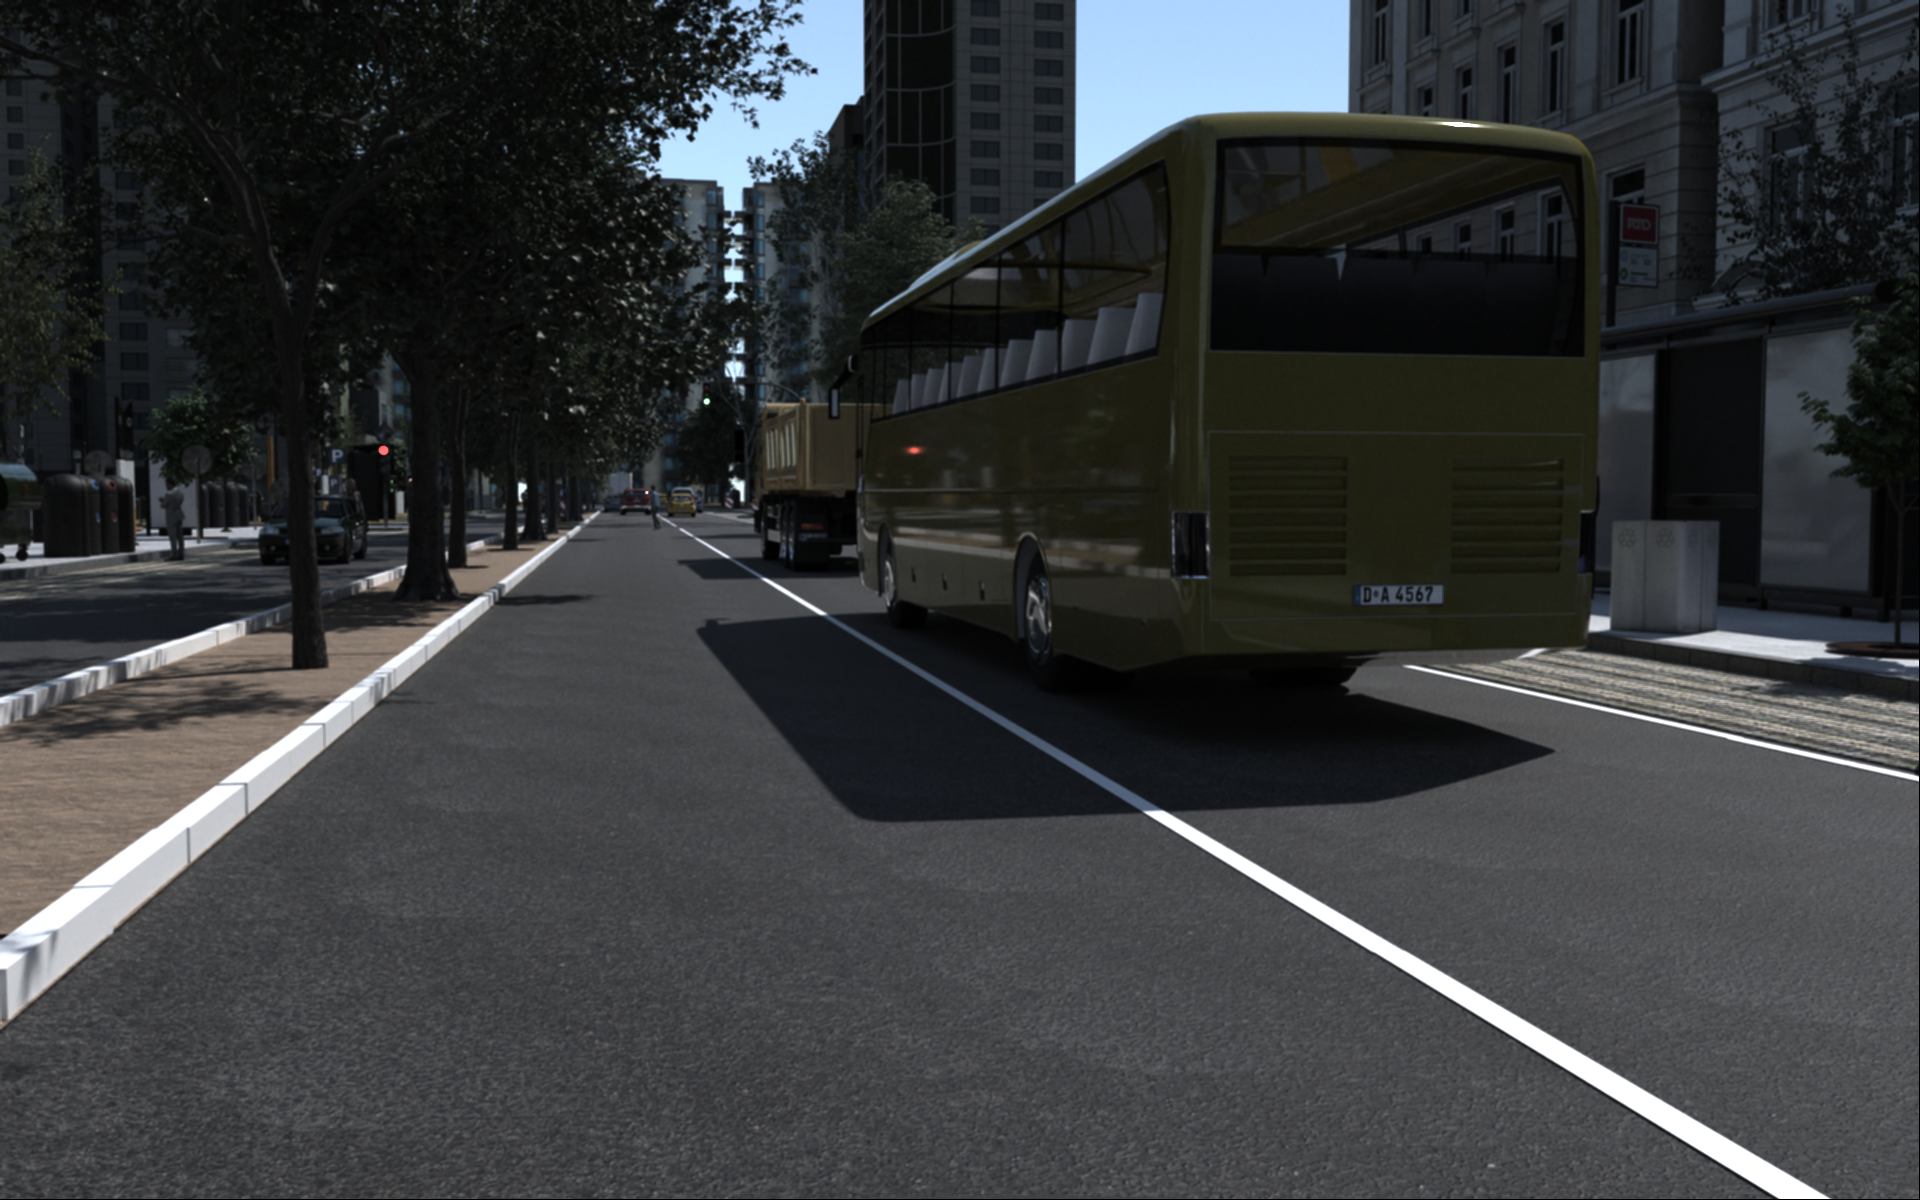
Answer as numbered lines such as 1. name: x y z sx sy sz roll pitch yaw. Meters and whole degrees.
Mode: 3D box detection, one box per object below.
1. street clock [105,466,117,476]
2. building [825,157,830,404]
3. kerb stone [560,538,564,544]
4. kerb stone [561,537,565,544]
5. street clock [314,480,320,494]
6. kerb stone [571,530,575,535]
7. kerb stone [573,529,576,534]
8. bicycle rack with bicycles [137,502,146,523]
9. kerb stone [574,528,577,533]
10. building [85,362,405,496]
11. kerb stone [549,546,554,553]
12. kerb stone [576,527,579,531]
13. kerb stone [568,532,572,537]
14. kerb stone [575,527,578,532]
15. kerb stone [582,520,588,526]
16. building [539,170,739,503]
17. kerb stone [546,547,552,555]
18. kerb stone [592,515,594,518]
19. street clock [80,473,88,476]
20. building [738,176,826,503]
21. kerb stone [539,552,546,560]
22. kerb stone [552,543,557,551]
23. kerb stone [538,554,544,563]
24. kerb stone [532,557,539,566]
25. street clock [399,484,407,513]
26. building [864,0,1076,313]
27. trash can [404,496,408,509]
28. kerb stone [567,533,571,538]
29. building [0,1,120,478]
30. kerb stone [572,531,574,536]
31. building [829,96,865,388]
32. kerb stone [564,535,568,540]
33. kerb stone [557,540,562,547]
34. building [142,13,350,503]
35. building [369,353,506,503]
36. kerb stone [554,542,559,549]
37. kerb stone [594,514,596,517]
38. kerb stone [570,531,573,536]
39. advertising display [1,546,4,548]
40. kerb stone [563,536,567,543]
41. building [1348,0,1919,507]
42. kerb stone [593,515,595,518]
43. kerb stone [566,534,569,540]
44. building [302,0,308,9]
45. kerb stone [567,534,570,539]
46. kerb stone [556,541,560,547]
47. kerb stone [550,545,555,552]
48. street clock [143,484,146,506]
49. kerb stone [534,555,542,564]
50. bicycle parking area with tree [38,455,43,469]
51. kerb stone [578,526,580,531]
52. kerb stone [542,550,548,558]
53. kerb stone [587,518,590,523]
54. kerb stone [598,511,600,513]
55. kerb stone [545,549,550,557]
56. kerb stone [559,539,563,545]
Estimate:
1. street clock: -21.967 -2.472 44.985 0.358 2.002 0.471 0 4 1
2. building: -9.497 -32.232 210.586 14.154 41.232 14.086 -1 4 -11
3. kerb stone: -10.986 -1.543 47.426 0.120 0.150 1.000 -1 4 -11
4. kerb stone: -11.188 -1.603 48.434 0.120 0.150 1.000 -1 4 -11
5. street clock: -34.289 -5.366 92.309 0.358 2.002 0.471 -1 4 -13
6. kerb stone: -12.955 -2.160 57.504 0.120 0.150 1.000 -1 4 -11
7. kerb stone: -13.146 -2.216 58.512 0.120 0.150 1.000 -1 4 -11
8. bicycle rack with bicycles: -37.377 -3.934 77.701 2.925 0.926 2.852 1 4 14
9. kerb stone: -13.545 -2.340 60.531 0.120 0.150 1.000 -1 4 -11
10. building: -79.649 -53.745 191.408 31.000 86.520 22.319 -1 4 -11
11. kerb stone: -9.611 -1.112 40.381 0.120 0.150 1.000 -1 4 -11
12. kerb stone: -13.931 -2.466 62.540 0.120 0.150 1.000 -1 4 -11
13. kerb stone: -12.361 -1.971 54.488 0.120 0.150 1.000 -1 4 -11
14. kerb stone: -13.737 -2.406 61.537 0.120 0.150 1.000 -1 4 -11
15. kerb stone: -16.970 -3.421 78.121 0.120 0.150 1.000 -1 4 -11
16. building: -49.491 -39.037 257.856 30.456 49.044 23.786 -1 4 -11
17. kerb stone: -9.414 -1.051 39.375 0.120 0.150 1.000 -1 4 -11
18. kerb stone: -20.114 -4.402 94.212 0.120 0.150 1.000 -1 4 -11
19. street clock: -30.111 -3.361 59.521 0.471 2.002 0.358 -2 4 -28
20. building: -19.182 -39.400 263.805 30.456 49.044 23.786 -1 4 -11
21. kerb stone: -8.822 -0.867 36.364 0.120 0.150 1.000 -1 4 -11
22. kerb stone: -10.000 -1.235 42.392 0.120 0.150 1.000 -1 4 -11
23. kerb stone: -8.637 -0.805 35.359 0.120 0.150 1.000 -1 4 -11
24. kerb stone: -8.238 -0.677 33.344 0.120 0.150 1.000 -1 4 -11
25. street clock: -37.185 -6.798 115.718 0.358 2.002 0.471 3 5 44
26. building: -0.566 -45.318 179.203 20.563 71.187 20.611 -1 4 -11
27. trash can: -46.762 -8.199 145.703 0.748 1.137 0.748 0 3 0
28. kerb stone: -12.170 -1.913 53.481 0.120 0.150 1.000 -1 4 -11
29. building: -105.204 -45.849 187.877 20.611 71.187 20.563 -1 4 -11
30. kerb stone: -12.755 -2.098 56.502 0.120 0.150 1.000 -1 4 -11
31. building: -7.089 -33.421 196.548 14.600 45.320 14.200 -1 4 -11
32. kerb stone: -11.570 -1.728 50.454 0.120 0.150 1.000 -1 4 -11
33. kerb stone: -10.589 -1.420 45.415 0.120 0.150 1.000 -1 4 -11
34. building: -62.096 -28.622 151.564 14.154 41.232 14.086 -1 4 -11
35. building: -79.770 -38.670 251.863 30.456 49.044 23.786 -1 4 -11
36. kerb stone: -10.201 -1.297 43.394 0.120 0.150 1.000 -1 4 -11
37. kerb stone: -21.098 -4.713 99.252 0.120 0.150 1.000 -1 4 -11
38. kerb stone: -12.555 -2.036 55.492 0.120 0.150 1.000 -1 4 -11
39. advertising display: -23.173 -2.196 41.116 0.974 1.923 0.123 0 4 3
40. kerb stone: -11.376 -1.667 49.447 0.120 0.150 1.000 -1 4 -11
41. building: 21.197 -16.232 51.305 13.634 28.700 20.117 -1 4 -11
42. kerb stone: -20.517 -4.527 96.229 0.120 0.150 1.000 -1 4 -11
43. kerb stone: -11.778 -1.790 51.470 0.120 0.150 1.000 -1 4 -11
44. building: -69.494 -44.616 167.722 20.563 71.187 20.611 -1 4 -11
45. kerb stone: -11.972 -1.848 52.476 0.120 0.150 1.000 -1 4 -11
46. kerb stone: -10.392 -1.355 44.401 0.120 0.150 1.000 -1 4 -11
47. kerb stone: -9.809 -1.174 41.388 0.120 0.150 1.000 -1 4 -11
48. street clock: -59.051 -7.405 125.644 0.358 2.002 0.471 -2 4 -23
49. kerb stone: -8.431 -0.743 34.351 0.120 0.150 1.000 -1 4 -11
50. bicycle parking area with tree: -65.735 -8.711 129.430 8.231 4.147 9.016 -1 4 -23
51. kerb stone: -14.325 -2.590 64.547 0.120 0.150 1.000 -1 4 -11
52. kerb stone: -9.025 -0.928 37.368 0.120 0.150 1.000 -1 4 -11
53. kerb stone: -18.160 -3.790 84.163 0.120 0.150 1.000 -1 4 -11
54. kerb stone: -24.241 -5.695 115.349 0.120 0.150 1.000 -1 4 -11
55. kerb stone: -9.222 -0.989 38.371 0.120 0.150 1.000 -1 4 -11
56. kerb stone: -10.792 -1.482 46.418 0.120 0.150 1.000 -1 4 -11
